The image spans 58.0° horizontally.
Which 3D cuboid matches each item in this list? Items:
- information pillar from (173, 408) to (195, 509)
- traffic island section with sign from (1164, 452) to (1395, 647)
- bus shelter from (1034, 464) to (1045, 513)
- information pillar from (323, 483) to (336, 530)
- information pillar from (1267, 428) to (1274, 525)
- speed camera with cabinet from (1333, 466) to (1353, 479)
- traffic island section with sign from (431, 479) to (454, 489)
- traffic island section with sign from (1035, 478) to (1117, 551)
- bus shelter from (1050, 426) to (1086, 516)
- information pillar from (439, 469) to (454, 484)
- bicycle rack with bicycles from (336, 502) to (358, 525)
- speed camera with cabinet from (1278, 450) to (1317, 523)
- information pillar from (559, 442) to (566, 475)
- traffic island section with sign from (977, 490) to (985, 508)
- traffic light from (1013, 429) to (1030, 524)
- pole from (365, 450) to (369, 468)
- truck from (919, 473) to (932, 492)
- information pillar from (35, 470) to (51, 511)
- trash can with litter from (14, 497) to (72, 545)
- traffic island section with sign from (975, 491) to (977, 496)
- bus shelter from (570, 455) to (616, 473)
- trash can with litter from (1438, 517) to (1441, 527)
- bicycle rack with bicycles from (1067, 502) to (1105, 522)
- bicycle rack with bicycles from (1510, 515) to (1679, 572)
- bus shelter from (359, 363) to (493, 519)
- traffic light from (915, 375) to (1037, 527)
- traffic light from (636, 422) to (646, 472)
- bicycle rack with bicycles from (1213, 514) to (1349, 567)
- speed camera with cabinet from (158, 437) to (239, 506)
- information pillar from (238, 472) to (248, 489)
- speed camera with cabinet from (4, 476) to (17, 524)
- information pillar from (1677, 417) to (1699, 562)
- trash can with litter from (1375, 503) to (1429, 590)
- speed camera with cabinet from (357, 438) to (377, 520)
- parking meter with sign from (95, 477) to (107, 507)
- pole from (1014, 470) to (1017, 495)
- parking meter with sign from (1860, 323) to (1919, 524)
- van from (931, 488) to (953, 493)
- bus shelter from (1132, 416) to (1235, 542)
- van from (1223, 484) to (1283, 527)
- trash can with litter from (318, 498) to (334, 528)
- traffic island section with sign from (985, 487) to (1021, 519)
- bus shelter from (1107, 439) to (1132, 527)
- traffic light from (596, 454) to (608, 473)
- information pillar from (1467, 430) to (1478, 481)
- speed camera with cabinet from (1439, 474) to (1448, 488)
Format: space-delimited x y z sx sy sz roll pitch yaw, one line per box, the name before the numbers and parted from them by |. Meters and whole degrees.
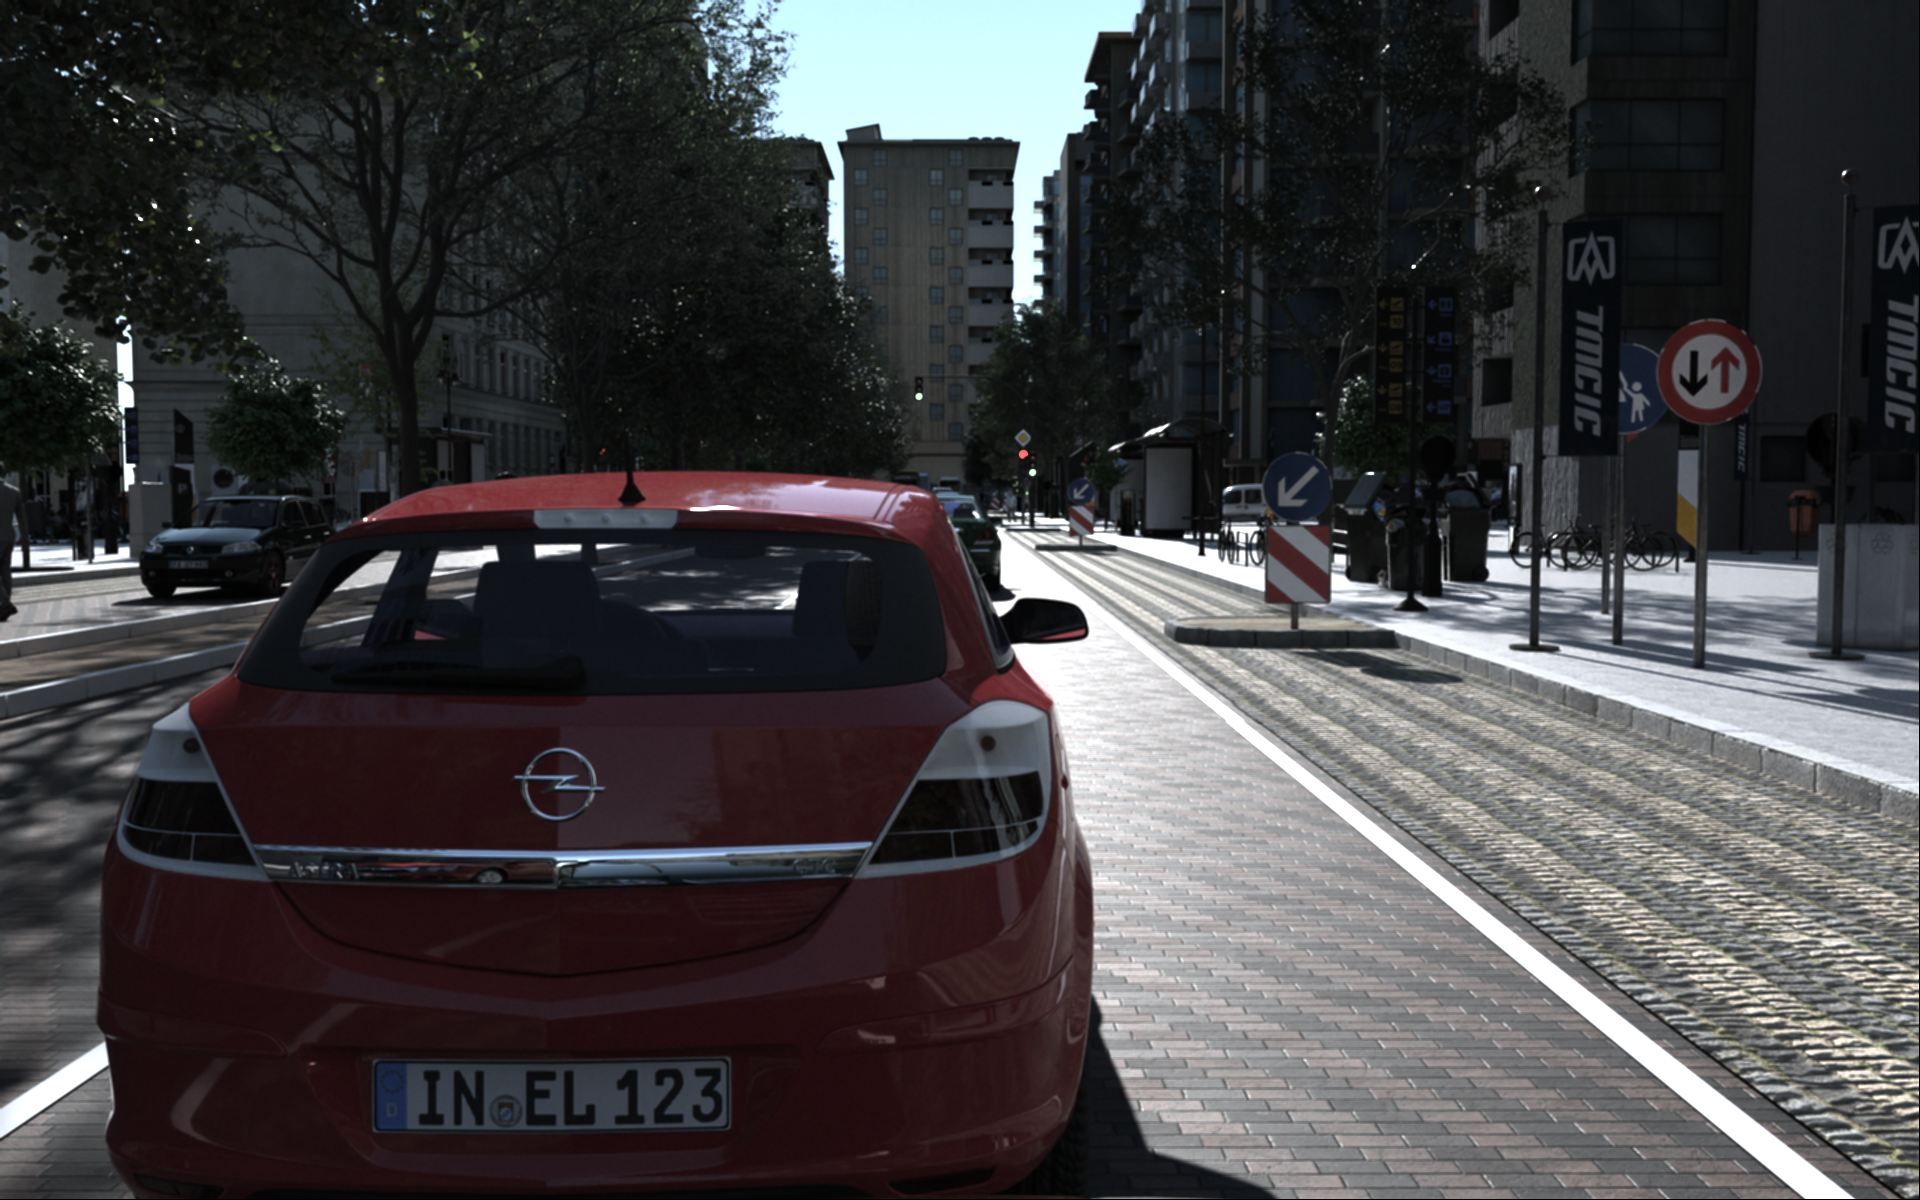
information pillar | -21.117 -3.412 47.141 0.504 3.616 0.183 -3 4 -38
traffic island section with sign | 3.066 -0.517 17.089 1.989 1.847 2.006 0 4 0
bus shelter | 6.194 -8.991 124.631 2.179 5.291 8.768 0 4 0
information pillar | -20.694 -3.201 56.828 0.304 2.012 0.304 0 4 3
information pillar | 11.015 -4.288 61.469 0.183 3.616 0.504 2 4 27
speed camera with cabinet | 11.601 -3.444 50.643 0.660 3.252 2.038 3 4 39
traffic island section with sign | -13.301 -2.176 44.204 1.989 1.847 2.006 0 4 0
traffic island section with sign | 2.918 -2.166 44.044 1.989 1.847 2.006 0 4 0
bus shelter | 6.388 -7.494 100.160 2.179 5.291 8.768 0 4 0
information pillar | -15.168 -2.855 51.170 0.304 2.012 0.304 2 4 24
bicycle rack with bicycles | -27.541 -3.796 75.441 2.925 0.926 2.852 -2 4 -24
speed camera with cabinet | 14.995 -5.055 76.979 2.038 3.252 0.660 0 4 4
information pillar | -17.966 -5.322 78.371 0.183 3.616 0.504 1 4 10
traffic island section with sign | 2.463 -7.225 126.762 1.989 1.847 2.006 0 4 0
traffic light | 2.702 -5.239 74.580 0.839 4.253 0.868 0 4 0
pole | -27.354 -5.269 79.984 0.158 3.312 0.155 0 3 0
truck | -5.202 -13.709 213.898 2.967 4.110 18.799 0 4 1
information pillar | -26.931 -2.837 50.882 0.304 2.012 0.304 0 4 -1
trash can with litter | -23.096 -1.999 43.740 2.233 1.210 1.678 1 4 8
traffic island section with sign | 2.184 -10.294 176.935 1.989 1.847 2.006 0 4 0
bus shelter | -16.445 -5.277 80.198 2.014 3.302 5.546 0 4 0
trash can with litter | 17.032 -3.236 63.963 2.233 1.210 1.678 -2 4 -25
bicycle rack with bicycles | 6.431 -4.078 80.054 2.925 0.926 2.852 -2 4 -34
bicycle rack with bicycles | 10.930 -0.991 29.591 2.925 0.926 2.852 1 4 11
bus shelter | -17.243 -4.768 55.596 2.179 5.291 8.768 0 3 0
traffic light | 0.654 -5.613 66.442 4.771 5.953 1.251 0 4 0
traffic light | -11.668 -6.107 74.520 4.771 5.953 1.251 0 4 0
bicycle rack with bicycles | 5.879 -1.099 31.347 2.852 0.926 2.925 0 4 5
speed camera with cabinet | -22.089 -3.423 50.295 2.038 3.252 0.660 -1 4 -15
information pillar | -31.244 -5.156 75.653 0.504 3.616 0.183 -2 4 -25
speed camera with cabinet | -41.588 -4.953 75.313 0.660 3.252 2.038 -3 5 -42
information pillar | 13.753 -2.518 32.519 0.504 3.616 0.183 3 5 44
trash can with litter | 5.863 -0.727 23.272 0.624 1.170 1.055 0 4 -8
speed camera with cabinet | -20.879 -4.076 60.984 0.660 3.252 2.038 -1 4 -18
parking meter with sign | -73.467 -9.279 147.964 0.543 3.016 1.738 -3 5 -40
pole | 4.693 -9.294 145.803 0.158 3.312 0.155 0 3 0
parking meter with sign | 9.947 -1.282 17.230 0.543 3.016 1.738 -3 5 -41
van | -1.190 -6.448 112.434 2.013 2.044 4.112 0 4 -2
bus shelter | 6.127 -3.299 47.858 2.014 3.302 5.546 0 3 0
van | 11.316 -3.940 71.426 4.112 2.044 2.013 0 4 0
trash can with litter | -20.190 -2.663 54.926 0.624 1.170 1.055 -2 4 -26
traffic island section with sign | 2.607 -5.545 99.292 1.989 1.847 2.006 0 4 0
bus shelter | 6.528 -4.314 64.453 2.014 3.302 5.546 0 4 0
traffic light | -13.715 -4.744 66.489 0.839 4.253 0.868 0 4 0
information pillar | 18.655 -4.390 63.133 0.183 3.616 0.504 -2 4 -24
speed camera with cabinet | 21.222 -4.883 74.169 2.038 3.252 0.660 0 4 6
